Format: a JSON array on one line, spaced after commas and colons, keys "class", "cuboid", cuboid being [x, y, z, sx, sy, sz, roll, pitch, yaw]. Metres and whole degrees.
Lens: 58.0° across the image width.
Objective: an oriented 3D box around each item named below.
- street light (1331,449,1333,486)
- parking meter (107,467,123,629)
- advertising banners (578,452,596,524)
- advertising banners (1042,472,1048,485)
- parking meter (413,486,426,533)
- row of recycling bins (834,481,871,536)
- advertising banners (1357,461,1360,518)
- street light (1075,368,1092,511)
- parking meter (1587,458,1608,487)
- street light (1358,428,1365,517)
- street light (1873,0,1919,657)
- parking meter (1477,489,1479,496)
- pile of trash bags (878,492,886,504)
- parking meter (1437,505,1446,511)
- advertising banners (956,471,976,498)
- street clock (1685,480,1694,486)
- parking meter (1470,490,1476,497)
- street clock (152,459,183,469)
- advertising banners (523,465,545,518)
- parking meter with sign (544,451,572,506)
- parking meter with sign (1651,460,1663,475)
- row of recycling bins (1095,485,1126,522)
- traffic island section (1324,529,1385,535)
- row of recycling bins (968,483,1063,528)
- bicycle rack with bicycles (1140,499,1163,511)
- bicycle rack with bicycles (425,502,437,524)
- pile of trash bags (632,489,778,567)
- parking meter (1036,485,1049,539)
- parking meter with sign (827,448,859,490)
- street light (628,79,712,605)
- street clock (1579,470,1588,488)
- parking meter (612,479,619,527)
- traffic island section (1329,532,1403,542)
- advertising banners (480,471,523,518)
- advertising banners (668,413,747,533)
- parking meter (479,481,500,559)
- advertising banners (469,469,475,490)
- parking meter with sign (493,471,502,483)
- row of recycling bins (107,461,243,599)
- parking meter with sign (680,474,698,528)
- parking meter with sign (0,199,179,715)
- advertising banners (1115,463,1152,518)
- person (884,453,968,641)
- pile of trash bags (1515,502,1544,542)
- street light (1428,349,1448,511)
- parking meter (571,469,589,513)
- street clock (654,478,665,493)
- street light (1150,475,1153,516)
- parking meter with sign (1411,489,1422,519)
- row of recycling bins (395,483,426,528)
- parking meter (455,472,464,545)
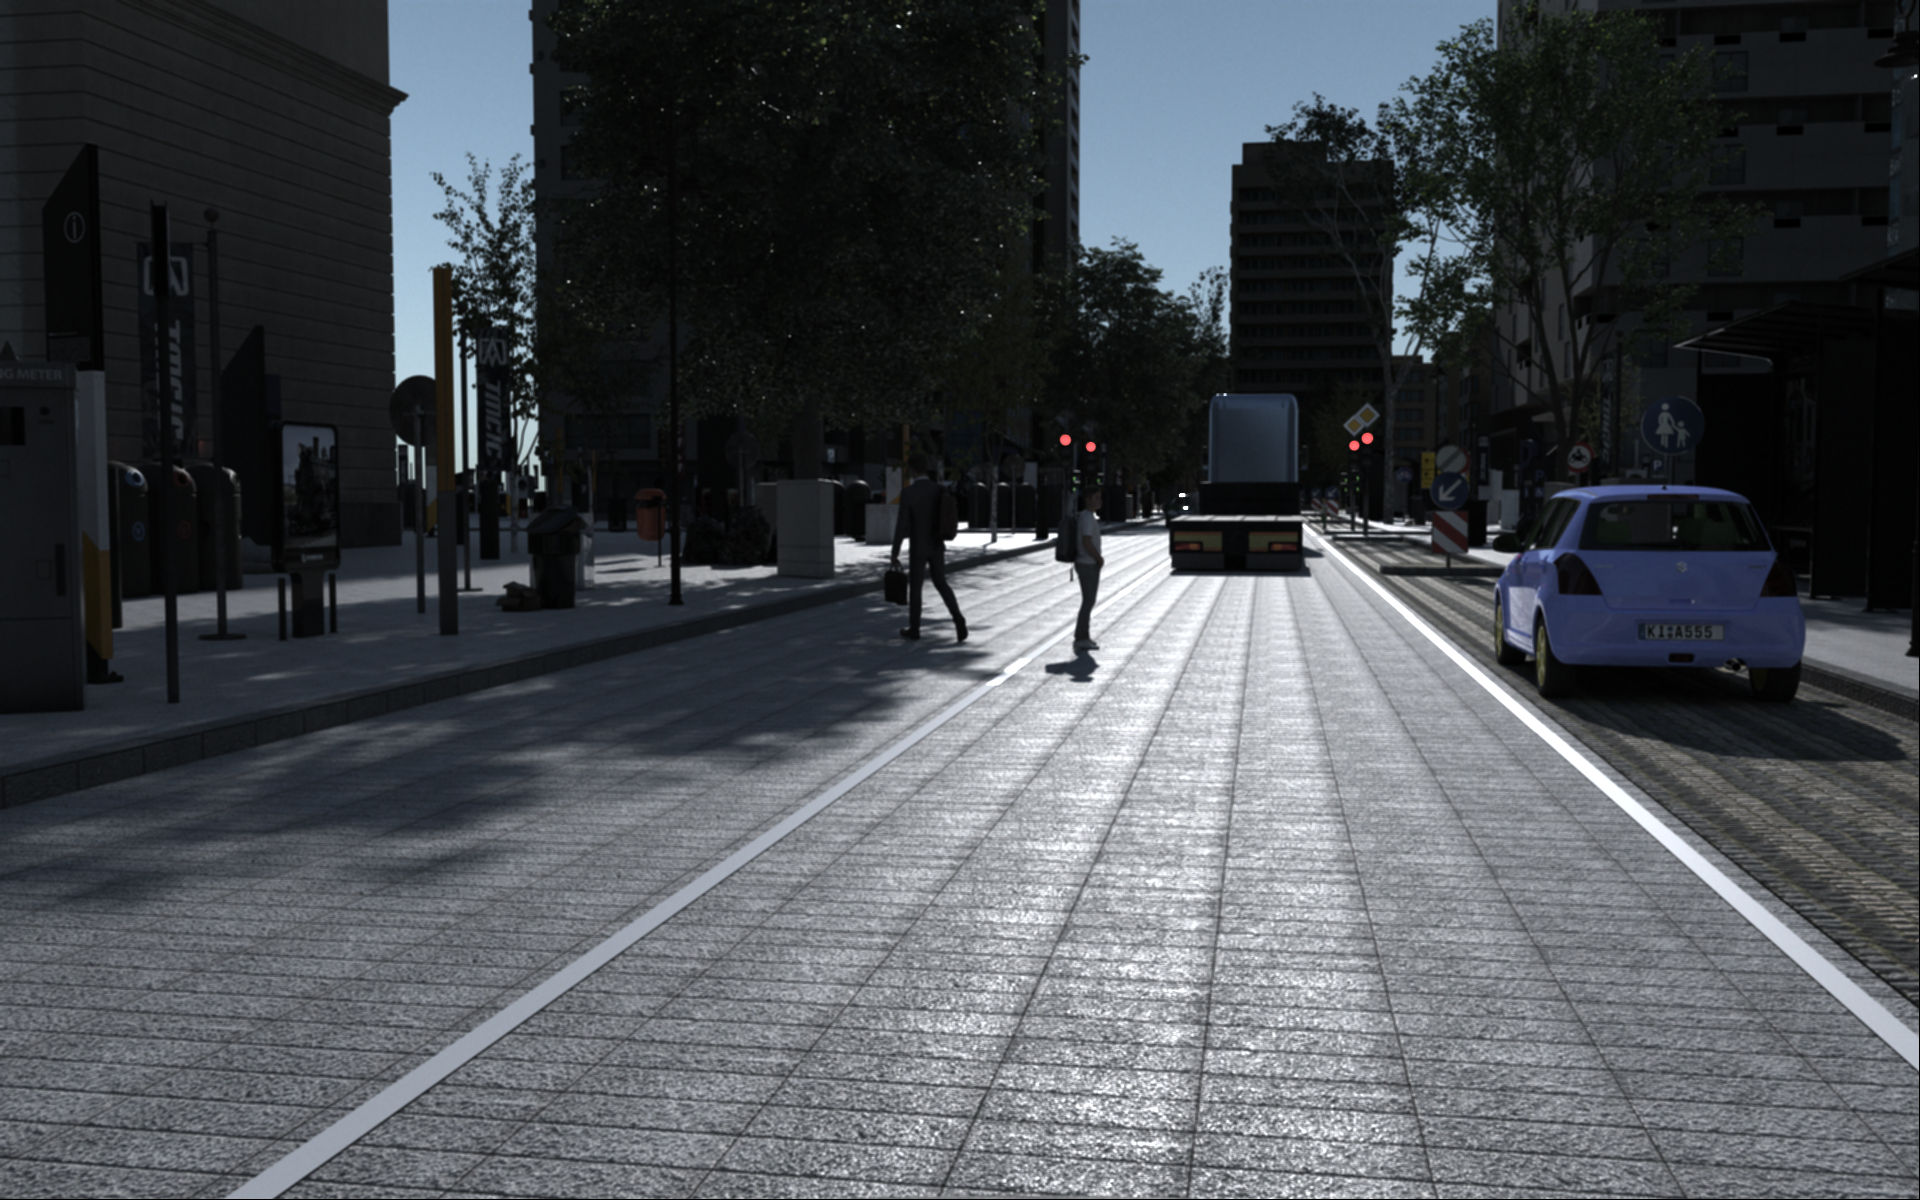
[{"class": "street light", "cuboid": [28.906, -9.879, 134.316, 0.468, 5.910, 1.993, 1, 4, 10]}, {"class": "parking meter", "cuboid": [-8.210, -0.495, 16.508, 0.372, 1.533, 0.369, 0, 3, 0]}, {"class": "advertising banners", "cuboid": [-15.765, -4.708, 73.157, 0.090, 3.025, 2.074, 0, 4, 6]}, {"class": "advertising banners", "cuboid": [7.622, -8.705, 138.507, 2.074, 3.025, 0.090, 0, 3, 0]}, {"class": "parking meter", "cuboid": [-17.631, -2.943, 56.528, 0.372, 1.533, 0.369, 0, 3, 0]}, {"class": "row of recycling bins", "cuboid": [-4.269, -2.890, 54.359, 3.534, 1.692, 1.069, 2, 4, 34]}, {"class": "advertising banners", "cuboid": [21.697, -5.929, 93.133, 0.090, 3.025, 2.074, 2, 4, 35]}, {"class": "street light", "cuboid": [4.520, -5.546, 63.469, 0.468, 5.910, 1.993, 1, 4, 10]}, {"class": "parking meter", "cuboid": [10.393, -1.380, 28.268, 0.255, 1.863, 0.399, 1, 4, 9]}, {"class": "street light", "cuboid": [22.109, -7.517, 95.698, 0.468, 5.910, 1.993, 1, 4, 10]}, {"class": "street light", "cuboid": [7.582, -2.492, 13.524, 0.468, 5.910, 1.993, 1, 4, 10]}, {"class": "parking meter", "cuboid": [33.371, -6.435, 110.930, 0.399, 1.863, 0.255, -1, 4, -11]}, {"class": "pile of trash bags", "cuboid": [-2.272, -3.641, 69.281, 1.912, 1.369, 3.447, -2, 4, -34]}, {"class": "parking meter", "cuboid": [18.439, -3.542, 66.327, 0.372, 1.533, 0.369, 0, 3, 0]}, {"class": "advertising banners", "cuboid": [0.474, -8.088, 128.422, 0.090, 3.025, 2.074, -3, 5, -44]}, {"class": "street clock", "cuboid": [37.959, -5.232, 90.111, 0.358, 2.002, 0.471, -2, 4, -31]}, {"class": "parking meter", "cuboid": [35.454, -6.812, 119.784, 0.372, 1.533, 0.369, 0, 3, 0]}, {"class": "street clock", "cuboid": [-13.667, -1.550, 29.911, 0.471, 2.002, 0.358, 1, 4, 19]}, {"class": "advertising banners", "cuboid": [-23.421, -5.918, 92.951, 2.074, 3.025, 0.090, 0, 4, 7]}, {"class": "parking meter with sign", "cuboid": [-16.035, -4.531, 70.339, 0.543, 3.016, 1.738, 2, 4, 33]}, {"class": "parking meter with sign", "cuboid": [35.428, -5.662, 88.831, 0.543, 3.016, 1.738, 0, 4, 2]}, {"class": "row of recycling bins", "cuboid": [7.203, -4.541, 81.360, 1.069, 1.692, 3.534, 0, 4, -3]}, {"class": "traffic island section", "cuboid": [13.883, -2.376, 61.125, 2.009, 0.180, 2.903, 1, 4, 10]}, {"class": "row of recycling bins", "cuboid": [2.059, -3.573, 65.528, 3.534, 1.692, 1.069, 0, 4, 1]}, {"class": "bicycle rack with bicycles", "cuboid": [14.087, -6.899, 126.175, 2.852, 0.926, 2.925, 2, 4, 29]}, {"class": "bicycle rack with bicycles", "cuboid": [-23.118, -3.742, 74.568, 2.852, 0.926, 2.925, 0, 4, 3]}, {"class": "pile of trash bags", "cuboid": [-4.425, -1.335, 31.576, 3.447, 1.369, 1.912, -3, 5, -43]}, {"class": "parking meter", "cuboid": [2.374, -2.542, 49.973, 0.372, 1.533, 0.369, 0, 3, 0]}, {"class": "parking meter with sign", "cuboid": [-4.253, -4.313, 66.781, 1.738, 3.016, 0.543, -3, 5, -39]}, {"class": "street light", "cuboid": [-3.290, -2.880, 19.881, 0.468, 5.910, 1.993, 1, 4, 10]}, {"class": "street clock", "cuboid": [15.111, -2.296, 42.105, 0.358, 2.002, 0.471, 1, 4, 15]}, {"class": "parking meter", "cuboid": [-13.441, -3.783, 67.558, 0.255, 1.863, 0.399, -1, 4, -14]}, {"class": "traffic island section", "cuboid": [12.491, -1.895, 53.262, 2.009, 0.180, 2.903, 1, 4, 10]}, {"class": "advertising banners", "cuboid": [-23.889, -5.729, 89.857, 2.074, 3.025, 0.090, 0, 4, -6]}, {"class": "advertising banners", "cuboid": [-5.366, -2.466, 36.513, 2.074, 3.025, 0.090, 2, 4, 29]}, {"class": "parking meter", "cuboid": [-9.275, -1.573, 34.122, 0.372, 1.533, 0.369, 0, 3, 0]}, {"class": "advertising banners", "cuboid": [-34.168, -7.497, 118.762, 2.074, 3.025, 0.090, -3, 5, -41]}, {"class": "parking meter with sign", "cuboid": [-27.769, -6.510, 102.699, 0.543, 3.016, 1.738, 1, 4, 9]}, {"class": "row of recycling bins", "cuboid": [-10.390, -0.902, 21.859, 1.069, 1.692, 3.534, 1, 4, 11]}, {"class": "parking meter with sign", "cuboid": [-9.819, -4.283, 66.286, 1.738, 3.016, 0.543, -2, 4, -25]}, {"class": "parking meter with sign", "cuboid": [-5.589, -0.854, 10.221, 1.738, 3.016, 0.543, -1, 4, -23]}, {"class": "advertising banners", "cuboid": [9.323, -5.945, 93.389, 2.074, 3.025, 0.090, 1, 4, 15]}, {"class": "person", "cuboid": [-0.331, -0.517, 16.910, 0.622, 1.834, 0.822, -3, 4, -38]}, {"class": "pile of trash bags", "cuboid": [16.591, -2.276, 46.966, 3.447, 1.369, 1.912, -3, 5, -42]}, {"class": "street light", "cuboid": [14.350, -4.854, 52.148, 0.468, 5.910, 1.993, 1, 4, 10]}, {"class": "parking meter", "cuboid": [-9.002, -2.163, 41.075, 0.255, 1.863, 0.399, 2, 4, 25]}, {"class": "street clock", "cuboid": [-13.813, -4.592, 79.655, 0.471, 2.002, 0.358, 1, 4, 23]}, {"class": "street light", "cuboid": [11.300, -7.911, 102.128, 0.468, 5.910, 1.993, 1, 4, 10]}, {"class": "parking meter with sign", "cuboid": [24.093, -5.673, 89.011, 1.738, 3.016, 0.543, 2, 4, 33]}, {"class": "row of recycling bins", "cuboid": [-21.643, -3.725, 68.016, 1.069, 1.692, 3.534, -1, 4, -22]}, {"class": "parking meter", "cuboid": [-12.603, -2.321, 43.663, 0.399, 1.863, 0.255, 0, 4, -4]}]
